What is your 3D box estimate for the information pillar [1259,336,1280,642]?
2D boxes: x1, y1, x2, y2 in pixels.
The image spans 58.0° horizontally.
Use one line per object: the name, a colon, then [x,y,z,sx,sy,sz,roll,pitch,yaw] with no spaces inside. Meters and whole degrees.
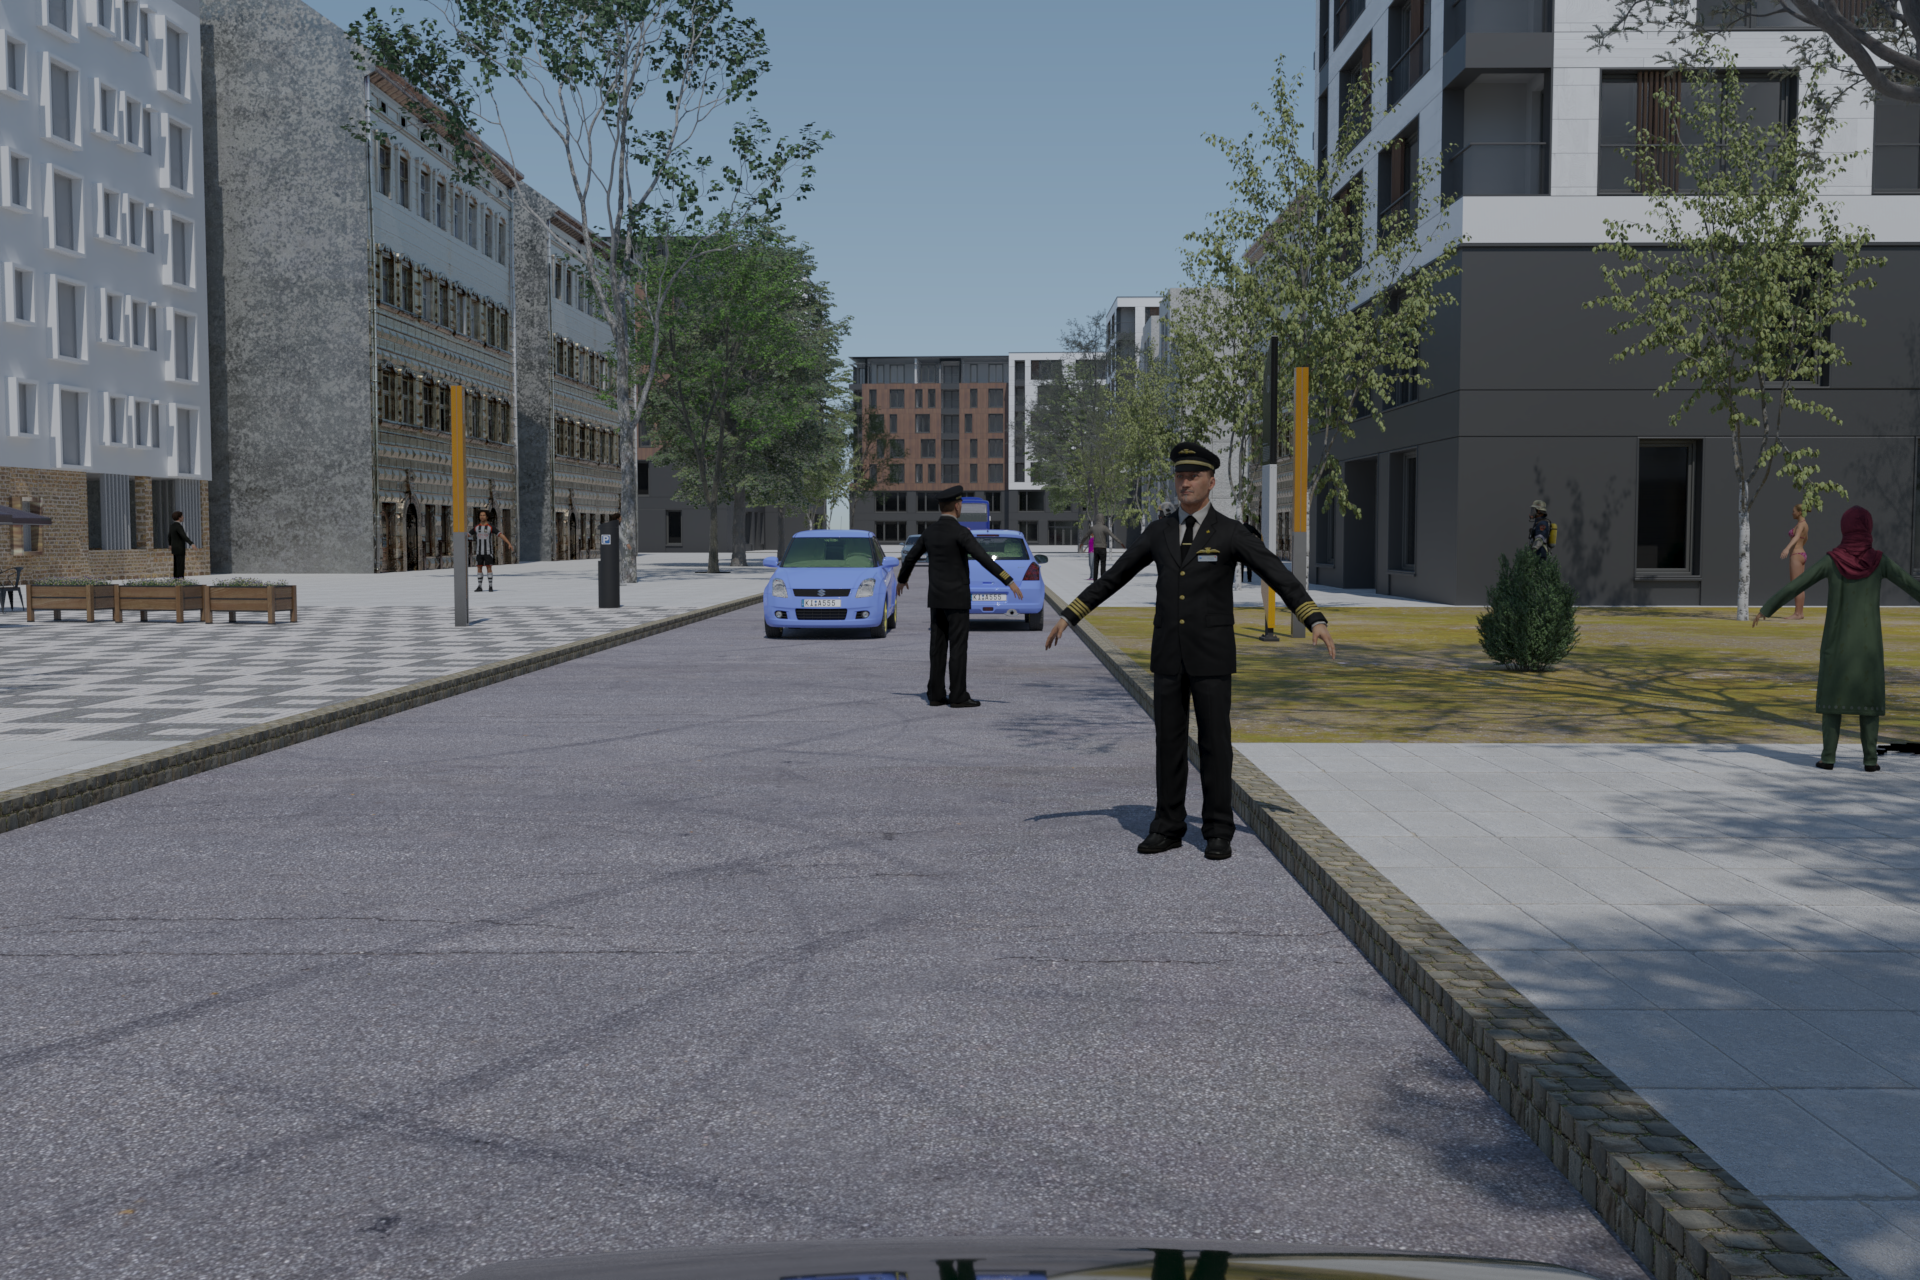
information pillar: [3.712,-1.799,20.773,0.183,3.616,0.504,0,4,-1]

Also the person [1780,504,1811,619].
person: [12.557,-1.182,26.129,0.721,1.733,1.217,2,4,35]

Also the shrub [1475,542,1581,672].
shrub: [5.323,-0.313,16.228,1.383,1.207,1.383,0,3,0]

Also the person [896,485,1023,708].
person: [-0.066,-0.366,14.380,1.347,1.837,0.705,3,5,40]

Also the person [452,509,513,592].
person: [-10.548,-1.971,38.377,1.345,1.843,0.704,0,4,0]

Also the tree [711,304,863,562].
tree: [-8.369,-9.978,81.267,7.486,12.596,7.792,0,3,0]

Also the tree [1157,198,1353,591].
tree: [6.527,-5.419,38.961,4.737,8.622,4.395,0,3,0]

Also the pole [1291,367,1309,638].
pole: [4.182,-1.681,21.325,0.158,3.312,0.155,0,3,0]

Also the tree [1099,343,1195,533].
tree: [7.303,-7.194,67.991,4.737,8.622,4.395,0,3,0]

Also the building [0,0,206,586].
building: [-28.482,-11.256,40.461,16.016,20.090,11.380,0,4,1]

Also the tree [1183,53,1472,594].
tree: [5.719,-4.707,27.316,4.737,8.622,4.395,0,3,0]

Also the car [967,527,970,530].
car: [-0.182,-5.150,92.879,2.281,1.827,5.304,0,4,1]

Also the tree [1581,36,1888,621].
tree: [11.443,-4.582,25.274,4.737,8.622,4.395,0,3,0]

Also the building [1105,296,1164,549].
building: [27.667,-19.646,165.184,27.936,21.610,32.646,0,4,1]

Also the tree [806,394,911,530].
tree: [-7.368,-11.115,116.140,8.767,10.594,7.601,0,4,4]

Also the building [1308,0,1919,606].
building: [22.986,-12.376,46.318,27.936,21.610,32.646,0,4,1]

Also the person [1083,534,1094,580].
person: [3.600,-2.368,47.985,0.599,1.433,0.991,-1,4,-13]

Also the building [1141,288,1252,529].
building: [23.635,-16.296,132.900,16.747,18.905,31.486,0,4,1]

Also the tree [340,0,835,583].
tree: [-9.438,-11.474,43.493,12.611,20.169,13.585,0,3,0]

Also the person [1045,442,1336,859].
person: [1.034,0.039,7.756,1.347,1.837,0.705,2,4,27]

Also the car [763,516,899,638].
car: [-1.824,-0.943,25.017,1.945,1.707,3.694,0,4,1]

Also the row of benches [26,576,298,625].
row of benches: [-11.655,-0.590,25.105,4.104,0.672,1.422,1,4,11]

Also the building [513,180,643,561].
building: [-27.979,-15.822,89.614,19.493,23.208,18.063,0,4,2]

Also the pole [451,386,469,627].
pole: [-6.911,-1.840,23.934,0.158,3.312,0.155,0,3,0]

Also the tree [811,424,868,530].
tree: [-8.080,-9.664,108.371,4.737,8.622,4.395,0,3,0]

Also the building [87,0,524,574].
building: [-28.083,-14.268,64.213,19.493,23.208,18.063,0,3,0]

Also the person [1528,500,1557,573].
person: [9.864,-1.459,29.628,0.705,1.856,1.354,1,4,18]

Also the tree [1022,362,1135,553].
tree: [7.576,-12.012,114.525,7.486,12.596,7.792,0,3,0]

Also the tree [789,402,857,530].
tree: [-8.362,-8.805,94.320,4.360,8.622,3.978,0,3,0]

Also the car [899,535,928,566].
car: [-1.693,-4.023,77.786,2.014,1.417,4.499,0,4,1]

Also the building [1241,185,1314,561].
building: [24.865,-15.545,85.093,19.493,23.208,18.063,0,4,1]

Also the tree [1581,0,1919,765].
tree: [5.869,-6.073,9.657,12.009,13.543,11.850,0,3,0]

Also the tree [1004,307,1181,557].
tree: [7.426,-11.284,94.869,12.009,13.543,11.850,0,3,0]

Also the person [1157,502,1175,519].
person: [3.686,-1.548,31.071,0.705,1.858,1.354,0,4,2]

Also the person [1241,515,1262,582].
person: [7.630,-2.455,46.365,1.346,1.802,0.704,-1,4,-8]

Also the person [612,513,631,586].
person: [-8.468,-2.246,42.906,0.705,1.806,1.347,-2,4,-30]

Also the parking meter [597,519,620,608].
parking meter: [-6.108,-1.328,30.117,0.372,1.533,0.369,0,3,0]

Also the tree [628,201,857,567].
tree: [-8.745,-9.887,68.301,9.857,13.997,8.962,0,3,0]

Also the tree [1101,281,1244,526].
tree: [6.401,-6.120,50.431,4.737,8.622,4.395,0,3,0]

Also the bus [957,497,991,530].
bus: [0.653,-7.540,114.829,2.896,3.916,12.251,0,4,1]

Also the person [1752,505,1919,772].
person: [4.862,-0.014,9.439,0.989,1.438,0.599,2,4,24]

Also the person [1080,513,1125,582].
person: [3.601,-2.337,44.333,1.348,1.813,0.705,3,4,36]

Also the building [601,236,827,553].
building: [-26.072,-17.833,135.542,27.936,21.610,32.646,0,4,2]

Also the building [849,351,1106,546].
building: [4.327,-22.072,207.304,32.646,21.610,27.936,0,4,4]

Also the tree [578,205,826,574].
tree: [-8.163,-7.981,56.244,9.928,11.665,9.643,0,3,0]

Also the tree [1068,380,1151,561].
tree: [7.236,-8.091,82.649,4.360,8.622,3.978,0,3,0]

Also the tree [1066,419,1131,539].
tree: [8.134,-9.474,105.256,4.737,8.622,4.395,0,3,0]

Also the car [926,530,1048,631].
car: [0.421,-1.063,26.970,1.945,1.707,3.694,0,4,0]

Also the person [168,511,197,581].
person: [-17.950,-2.060,39.863,1.347,1.806,0.705,3,5,43]
